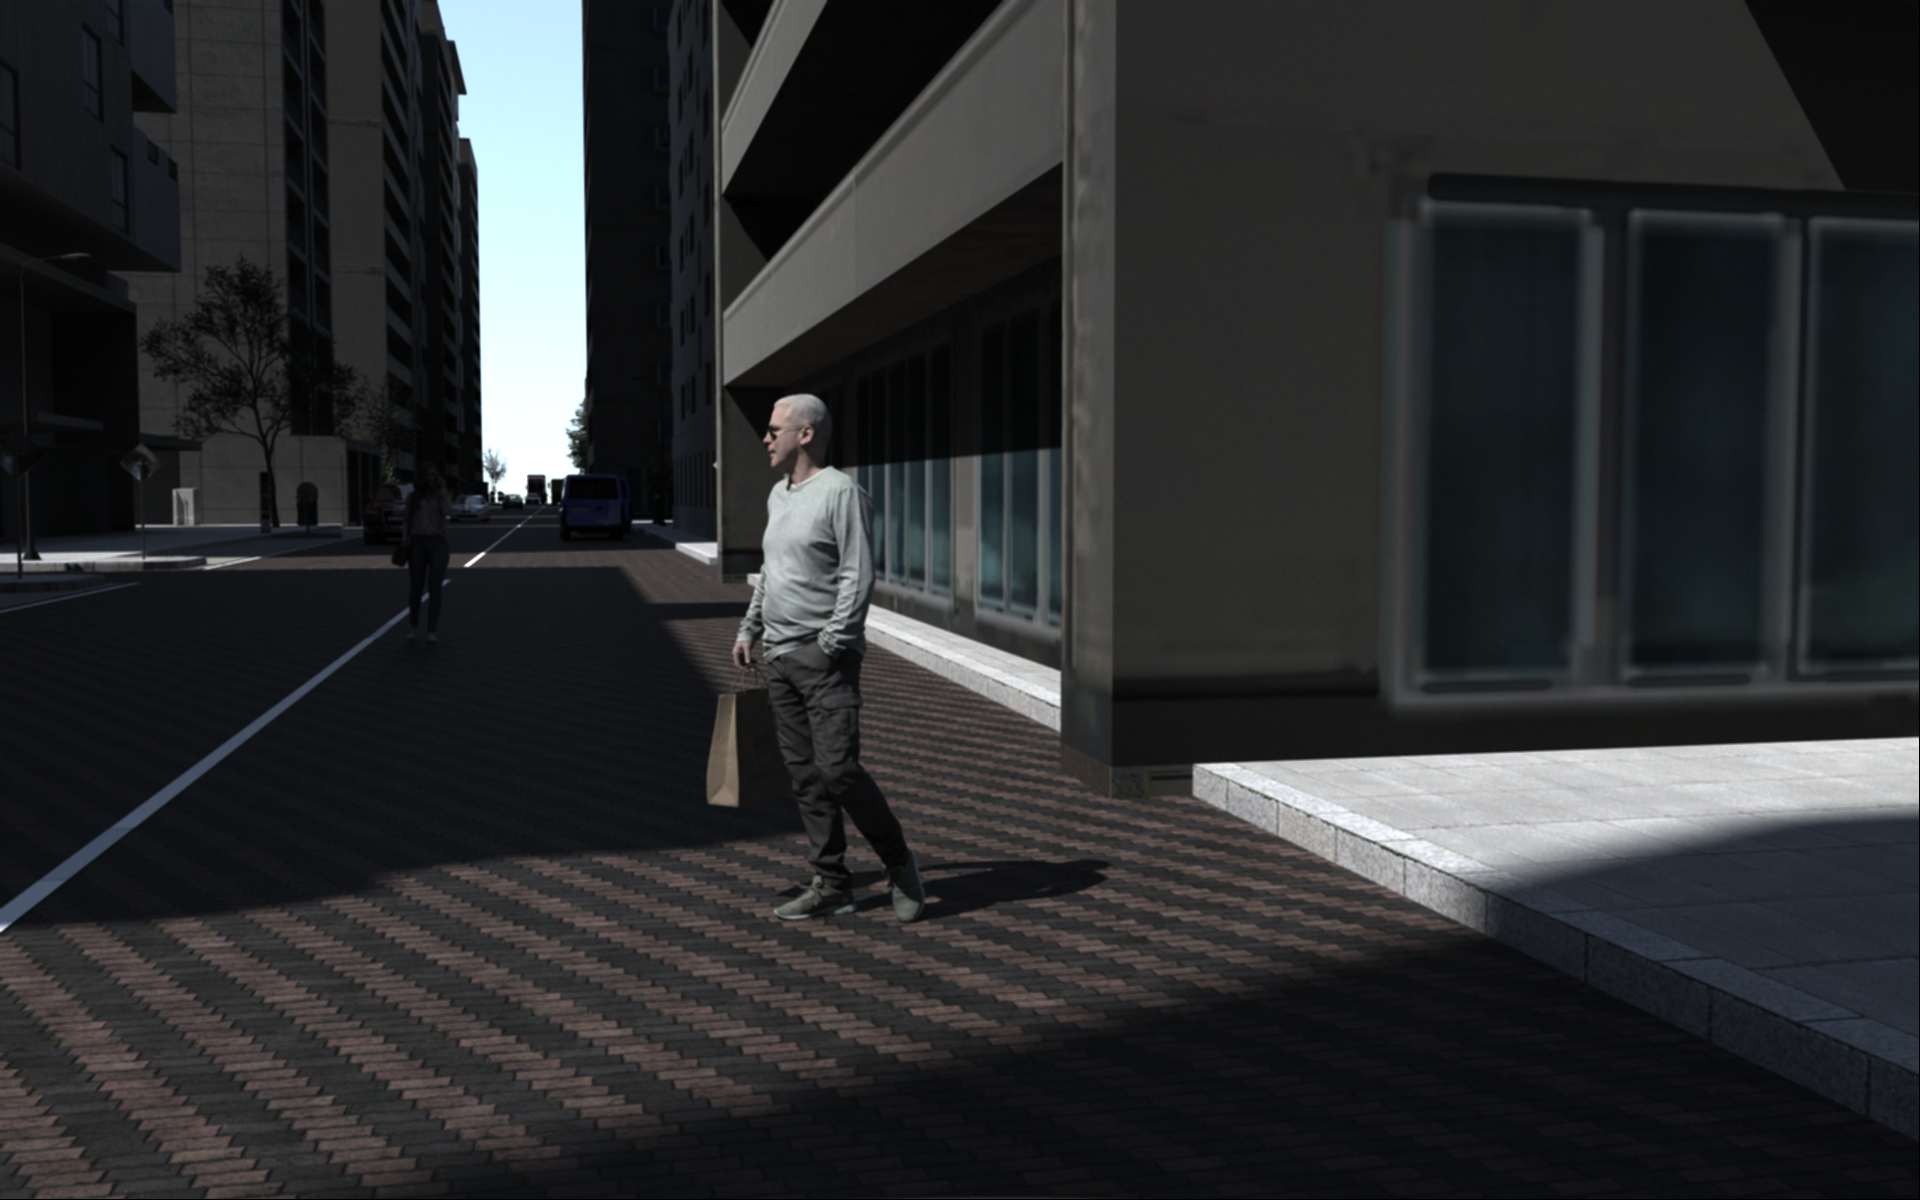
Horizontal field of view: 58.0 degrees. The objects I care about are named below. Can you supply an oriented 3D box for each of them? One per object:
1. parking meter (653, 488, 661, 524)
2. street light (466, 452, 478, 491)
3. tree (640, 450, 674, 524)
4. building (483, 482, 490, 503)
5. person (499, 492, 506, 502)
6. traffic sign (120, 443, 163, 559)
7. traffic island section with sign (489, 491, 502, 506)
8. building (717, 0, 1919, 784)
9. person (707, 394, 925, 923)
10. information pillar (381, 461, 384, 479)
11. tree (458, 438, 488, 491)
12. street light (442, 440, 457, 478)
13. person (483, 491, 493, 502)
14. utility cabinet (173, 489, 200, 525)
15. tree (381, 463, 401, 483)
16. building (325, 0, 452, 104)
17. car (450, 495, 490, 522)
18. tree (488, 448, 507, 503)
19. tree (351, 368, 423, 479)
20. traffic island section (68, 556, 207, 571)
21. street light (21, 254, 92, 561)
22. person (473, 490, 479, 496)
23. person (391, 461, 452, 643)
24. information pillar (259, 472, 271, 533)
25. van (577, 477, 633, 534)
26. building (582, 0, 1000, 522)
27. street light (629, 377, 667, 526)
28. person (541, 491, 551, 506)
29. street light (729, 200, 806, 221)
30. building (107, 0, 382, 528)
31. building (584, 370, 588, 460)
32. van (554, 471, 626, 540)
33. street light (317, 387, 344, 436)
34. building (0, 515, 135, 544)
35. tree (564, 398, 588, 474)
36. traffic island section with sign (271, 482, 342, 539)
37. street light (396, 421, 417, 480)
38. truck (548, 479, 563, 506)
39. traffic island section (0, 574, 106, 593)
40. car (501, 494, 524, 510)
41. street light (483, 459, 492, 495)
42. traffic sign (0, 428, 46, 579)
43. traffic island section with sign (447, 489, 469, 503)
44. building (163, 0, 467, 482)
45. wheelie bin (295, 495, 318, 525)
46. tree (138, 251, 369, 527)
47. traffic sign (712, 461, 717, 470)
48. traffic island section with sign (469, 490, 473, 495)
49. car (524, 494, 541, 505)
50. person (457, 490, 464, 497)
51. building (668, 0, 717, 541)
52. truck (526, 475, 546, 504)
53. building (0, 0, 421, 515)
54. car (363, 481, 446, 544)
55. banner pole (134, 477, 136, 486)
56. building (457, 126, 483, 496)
[{"bbox_3d":[-12.941,-4.013,74.024,0.372,1.533,0.369,0,3,0],"label":"parking meter"},{"bbox_3d":[-53.407,-13.256,189.280,1.470,5.913,1.316,-1,4,-13],"label":"street light"},{"bbox_3d":[-13.146,-4.955,75.608,1.663,3.219,1.824,0,3,0],"label":"tree"},{"bbox_3d":[-83.402,-33.739,243.516,32.217,40.220,23.993,-1,4,-13],"label":"building"},{"bbox_3d":[-62.034,-13.826,235.371,1.217,1.723,0.721,0,4,5],"label":"person"},{"bbox_3d":[-16.021,-1.853,33.940,0.795,2.450,0.064,-1,4,-13],"label":"traffic sign"},{"bbox_3d":[-57.022,-12.414,211.599,1.989,1.847,2.006,-1,4,-13],"label":"traffic island section with sign"},{"bbox_3d":[8.737,-24.193,19.254,21.300,48.544,21.600,-1,4,-13],"label":"building"},{"bbox_3d":[-0.514,0.187,5.937,0.515,1.767,0.782,-3,5,-40],"label":"person"},{"bbox_3d":[-34.951,-6.914,104.400,0.504,3.616,0.183,1,4,18],"label":"information pillar"},{"bbox_3d":[-53.131,-14.146,181.643,4.737,8.622,4.395,0,3,0],"label":"tree"},{"bbox_3d":[-44.085,-10.818,149.416,1.470,5.913,1.316,-1,4,-13],"label":"street light"},{"bbox_3d":[-49.118,-10.475,179.897,1.348,1.807,0.705,-3,5,-41],"label":"person"},{"bbox_3d":[-31.276,-3.750,69.984,1.173,1.500,0.318,2,4,26],"label":"utility cabinet"},{"bbox_3d":[-35.004,-6.816,106.047,1.663,3.219,1.824,0,3,0],"label":"tree"},{"bbox_3d":[-58.913,-32.915,161.854,21.300,48.544,21.600,-1,4,-13],"label":"building"},{"bbox_3d":[-25.578,-4.774,90.419,2.083,1.381,4.827,-1,4,-12],"label":"car"},{"bbox_3d":[-70.572,-19.083,262.368,4.737,8.622,4.395,0,3,0],"label":"tree"},{"bbox_3d":[-33.550,-9.204,100.847,4.360,8.622,3.978,0,3,0],"label":"tree"},{"bbox_3d":[-16.042,-0.717,33.997,2.009,0.180,2.903,-1,4,-13],"label":"traffic island section"},{"bbox_3d":[-17.458,-3.728,33.495,1.470,5.913,1.316,-1,4,-13],"label":"street light"},{"bbox_3d":[-44.742,-9.283,160.234,0.705,1.831,1.348,2,4,34],"label":"person"},{"bbox_3d":[-5.225,-0.477,16.881,0.593,1.750,0.643,-1,4,-10],"label":"person"},{"bbox_3d":[-22.855,-3.209,56.959,0.304,2.012,0.304,-2,4,-26],"label":"information pillar"},{"bbox_3d":[-13.288,-3.670,64.382,2.240,2.365,5.245,-1,4,-14],"label":"van"},{"bbox_3d":[-10.824,-29.161,100.489,21.300,48.544,21.600,-1,4,-13],"label":"building"},{"bbox_3d":[-12.381,-5.887,68.795,1.470,5.913,1.316,-1,4,-13],"label":"street light"},{"bbox_3d":[-49.787,-12.214,208.204,1.348,1.822,0.705,1,4,18],"label":"person"},{"bbox_3d":[-2.952,-3.370,27.637,1.470,5.913,1.316,-1,4,-13],"label":"street light"},{"bbox_3d":[-38.282,-39.199,79.155,20.563,71.187,20.611,-1,4,-13],"label":"building"},{"bbox_3d":[-40.777,-25.036,254.369,27.650,21.520,28.899,-1,4,-13],"label":"building"},{"bbox_3d":[-11.852,-3.129,55.538,2.240,2.365,5.245,-1,4,-14],"label":"van"},{"bbox_3d":[-27.012,-6.235,74.478,1.470,5.913,1.316,-1,4,-13],"label":"street light"},{"bbox_3d":[-36.586,-27.765,43.195,28.713,52.752,27.495,-1,4,-13],"label":"building"},{"bbox_3d":[-40.177,-16.705,191.255,7.486,12.596,7.792,0,3,0],"label":"tree"},{"bbox_3d":[-21.199,-2.915,56.292,1.989,1.847,2.006,-1,4,-13],"label":"traffic island section with sign"},{"bbox_3d":[-34.739,-8.327,108.691,1.470,5.913,1.316,-1,4,-13],"label":"street light"},{"bbox_3d":[-50.303,-13.628,218.747,3.469,3.379,9.791,-1,4,-13],"label":"truck"},{"bbox_3d":[-14.247,-0.241,26.216,2.009,0.180,2.903,-1,4,-13],"label":"traffic island section"},{"bbox_3d":[-40.586,-9.015,157.187,2.009,1.686,4.222,-1,4,-13],"label":"car"},{"bbox_3d":[-62.770,-15.747,230.001,1.470,5.913,1.316,-1,4,-13],"label":"street light"},{"bbox_3d":[-14.226,-1.377,26.159,0.795,2.450,0.064,-1,4,-13],"label":"traffic sign"},{"bbox_3d":[-38.440,-7.486,131.022,1.989,1.847,2.006,-1,4,-13],"label":"traffic island section with sign"},{"bbox_3d":[-71.277,-37.193,197.341,28.713,52.752,27.495,-1,4,-13],"label":"building"},{"bbox_3d":[-26.729,-3.858,70.982,0.693,1.594,0.980,1,4,18],"label":"wheelie bin"},{"bbox_3d":[-26.665,-8.090,66.688,7.601,10.594,8.767,2,4,33],"label":"tree"},{"bbox_3d":[-4.815,-2.009,36.494,0.795,2.450,0.064,-1,4,-13],"label":"traffic sign"},{"bbox_3d":[-44.608,-9.122,157.773,1.989,1.847,2.006,-1,4,-13],"label":"traffic island section with sign"},{"bbox_3d":[-55.103,-13.102,223.259,2.155,1.783,4.494,-1,4,-12],"label":"car"},{"bbox_3d":[-36.312,-7.145,125.996,0.551,1.740,0.621,-2,4,-24],"label":"person"},{"bbox_3d":[6.339,-12.812,54.509,28.899,21.520,27.650,-1,4,-13],"label":"building"},{"bbox_3d":[-62.060,-16.202,253.819,2.839,4.237,11.283,-1,4,-12],"label":"truck"},{"bbox_3d":[-57.166,-33.501,136.978,28.713,52.752,27.495,-1,4,-13],"label":"building"},{"bbox_3d":[-16.399,-2.606,51.279,2.281,1.827,5.304,-1,4,-13],"label":"car"},{"bbox_3d":[-32.838,-4.811,68.669,0.401,3.779,0.863,0,4,-2],"label":"banner pole"},{"bbox_3d":[-73.067,-36.605,222.200,21.300,48.544,21.600,-1,4,-13],"label":"building"}]
